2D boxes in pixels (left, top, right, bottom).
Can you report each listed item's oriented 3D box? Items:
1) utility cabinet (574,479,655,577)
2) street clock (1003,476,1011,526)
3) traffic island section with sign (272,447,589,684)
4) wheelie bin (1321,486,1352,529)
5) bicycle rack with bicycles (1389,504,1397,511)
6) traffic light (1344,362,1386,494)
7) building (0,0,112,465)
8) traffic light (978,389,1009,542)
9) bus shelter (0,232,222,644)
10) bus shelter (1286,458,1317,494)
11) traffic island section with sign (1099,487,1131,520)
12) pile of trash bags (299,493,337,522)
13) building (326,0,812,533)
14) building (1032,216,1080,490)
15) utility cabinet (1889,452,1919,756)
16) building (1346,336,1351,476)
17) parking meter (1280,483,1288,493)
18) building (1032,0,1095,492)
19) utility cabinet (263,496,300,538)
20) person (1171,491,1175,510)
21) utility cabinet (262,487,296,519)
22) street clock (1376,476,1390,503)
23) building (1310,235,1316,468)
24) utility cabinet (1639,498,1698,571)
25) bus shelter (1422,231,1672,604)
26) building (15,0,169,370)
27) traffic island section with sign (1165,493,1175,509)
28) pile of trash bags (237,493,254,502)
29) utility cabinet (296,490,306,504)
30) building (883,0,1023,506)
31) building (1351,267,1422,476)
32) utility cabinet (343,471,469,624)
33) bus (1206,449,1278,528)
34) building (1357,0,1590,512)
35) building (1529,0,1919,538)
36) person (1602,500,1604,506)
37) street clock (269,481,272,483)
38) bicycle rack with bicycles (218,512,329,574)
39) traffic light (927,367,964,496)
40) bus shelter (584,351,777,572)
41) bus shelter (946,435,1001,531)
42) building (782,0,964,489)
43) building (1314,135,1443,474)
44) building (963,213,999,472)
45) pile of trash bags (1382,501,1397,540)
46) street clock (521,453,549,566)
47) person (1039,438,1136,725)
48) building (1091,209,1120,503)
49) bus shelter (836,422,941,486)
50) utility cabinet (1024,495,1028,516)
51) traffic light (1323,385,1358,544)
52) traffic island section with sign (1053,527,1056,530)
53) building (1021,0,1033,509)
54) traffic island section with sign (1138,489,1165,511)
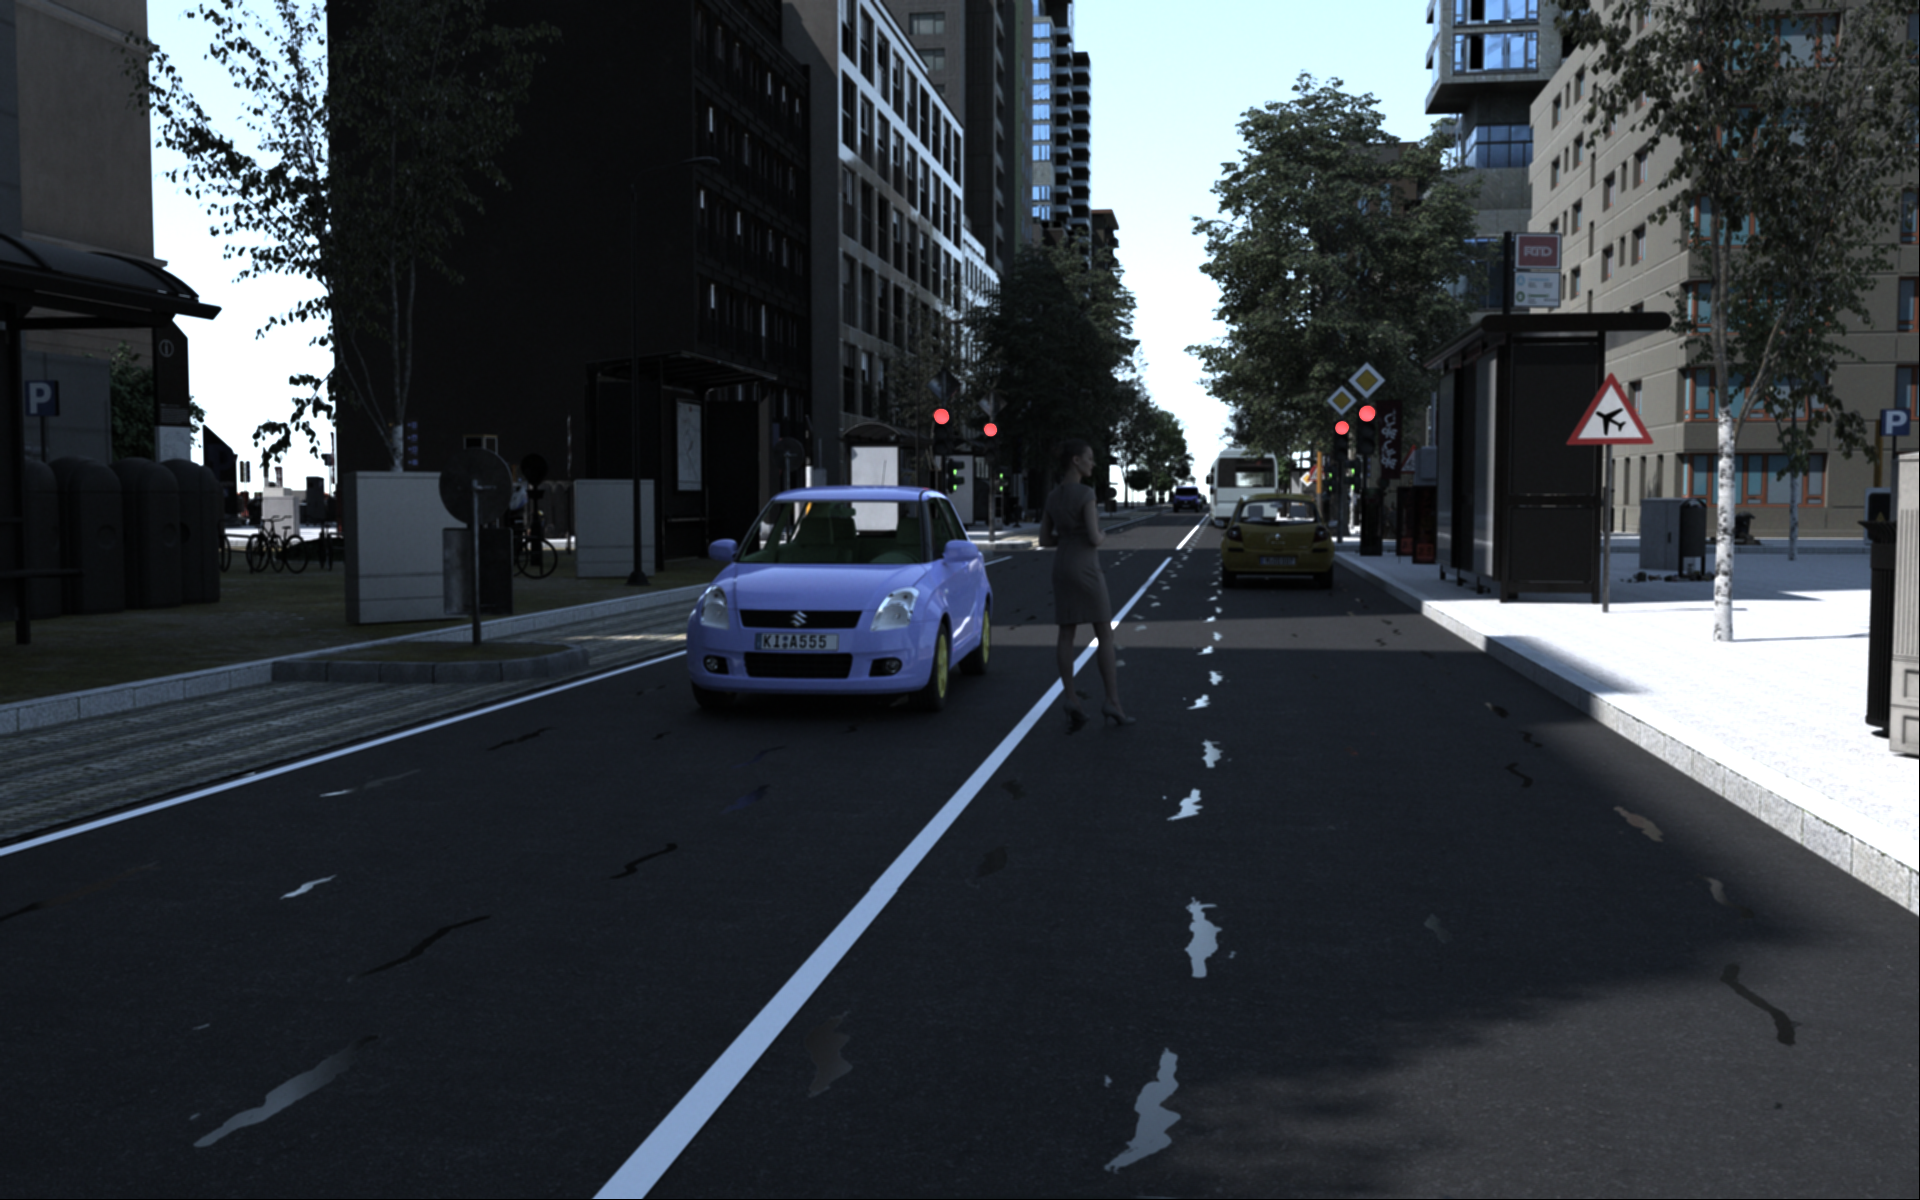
[{"bbox_3d":[-5.292,-1.092,26.530,1.173,1.500,0.318,-1,4,-18],"label":"utility cabinet"},{"bbox_3d":[1.909,-4.019,70.274,0.358,2.002,0.471,0,4,7],"label":"street clock"},{"bbox_3d":[-4.119,-0.327,13.973,1.989,1.847,2.006,1,4,9],"label":"traffic island section with sign"},{"bbox_3d":[11.728,-2.828,54.144,0.980,1.594,0.693,-1,4,-19],"label":"wheelie bin"},{"bbox_3d":[15.955,-2.982,62.130,2.852,0.926,2.925,-3,5,-41],"label":"bicycle rack with bicycles"},{"bbox_3d":[8.618,-2.934,36.896,0.839,4.253,0.868,1,4,9],"label":"traffic light"},{"bbox_3d":[-27.214,-35.646,21.067,20.611,71.187,20.563,1,4,9],"label":"building"},{"bbox_3d":[0.869,-3.500,46.142,0.839,4.253,0.868,1,4,9],"label":"traffic light"},{"bbox_3d":[-7.680,-1.117,12.188,2.014,3.302,5.546,1,4,9],"label":"bus shelter"},{"bbox_3d":[19.789,-6.454,99.439,2.014,3.302,5.546,1,4,9],"label":"bus shelter"},{"bbox_3d":[8.393,-5.318,95.569,1.989,1.847,2.006,1,4,9],"label":"traffic island section with sign"},{"bbox_3d":[-28.578,-4.273,79.623,3.447,1.369,1.912,-3,5,-44],"label":"pile of trash bags"},{"bbox_3d":[-13.325,-14.301,63.494,12.332,23.373,15.834,1,4,9],"label":"building"},{"bbox_3d":[4.960,-25.125,182.493,14.160,30.474,14.107,1,4,9],"label":"building"},{"bbox_3d":[4.905,0.043,7.971,0.318,1.500,1.173,-1,4,-22],"label":"utility cabinet"},{"bbox_3d":[52.677,-19.802,168.797,27.650,21.520,28.899,1,4,9],"label":"building"},{"bbox_3d":[17.620,-5.420,94.327,0.255,1.863,0.399,-2,4,-35],"label":"parking meter"},{"bbox_3d":[7.255,-56.034,228.834,22.319,86.520,31.000,1,4,9],"label":"building"},{"bbox_3d":[-19.990,-2.439,51.041,1.020,1.237,0.306,1,4,12],"label":"utility cabinet"},{"bbox_3d":[18.867,-8.800,153.323,0.756,1.711,0.436,-3,4,-36],"label":"person"},{"bbox_3d":[-21.882,-2.868,55.566,1.173,1.500,0.318,3,4,36],"label":"utility cabinet"},{"bbox_3d":[16.668,-3.896,68.268,0.471,2.002,0.358,-1,4,-17],"label":"street clock"},{"bbox_3d":[56.429,-34.244,243.489,14.154,41.232,14.086,1,4,9],"label":"building"},{"bbox_3d":[11.974,-1.110,29.315,0.306,1.237,1.020,-1,4,-21],"label":"utility cabinet"},{"bbox_3d":[7.781,-2.856,24.321,2.179,5.291,8.768,1,4,9],"label":"bus shelter"},{"bbox_3d":[-43.729,-17.168,66.599,20.117,28.700,13.634,1,4,9],"label":"building"},{"bbox_3d":[19.943,-9.923,170.864,1.989,1.847,2.006,1,4,9],"label":"traffic island section with sign"},{"bbox_3d":[-46.861,-6.510,116.188,3.447,1.369,1.912,-2,4,-31],"label":"pile of trash bags"},{"bbox_3d":[-36.187,-5.239,94.332,0.318,1.500,1.173,2,4,25],"label":"utility cabinet"},{"bbox_3d":[-3.057,-27.306,130.048,14.154,41.232,14.086,1,4,9],"label":"building"},{"bbox_3d":[47.216,-18.068,140.450,27.650,21.520,28.899,1,4,9],"label":"building"},{"bbox_3d":[-5.543,-0.530,17.338,1.173,1.500,0.318,-3,5,-45],"label":"utility cabinet"},{"bbox_3d":[12.421,-5.001,76.620,2.948,3.499,13.247,0,4,7],"label":"bus"},{"bbox_3d":[35.850,-48.117,99.376,22.319,86.520,31.000,1,4,9],"label":"building"},{"bbox_3d":[37.532,-13.245,61.592,28.899,21.520,27.650,1,4,9],"label":"building"},{"bbox_3d":[15.222,-2.021,41.725,0.537,1.800,0.526,1,4,14],"label":"person"},{"bbox_3d":[-39.522,-5.803,99.451,0.471,2.002,0.358,-3,5,-40],"label":"street clock"},{"bbox_3d":[-11.256,-0.950,28.916,2.852,0.926,2.925,-3,4,-36],"label":"bicycle rack with bicycles"},{"bbox_3d":[-0.341,-3.017,38.249,0.839,4.253,0.868,1,4,9],"label":"traffic light"},{"bbox_3d":[-4.951,-2.469,31.645,1.731,3.624,6.357,1,4,9],"label":"bus shelter"},{"bbox_3d":[0.122,-4.199,62.573,2.014,3.302,5.546,1,4,9],"label":"bus shelter"},{"bbox_3d":[-11.886,-17.406,89.104,19.350,26.468,34.151,1,4,9],"label":"building"},{"bbox_3d":[51.643,-34.585,215.569,14.600,45.320,14.200,1,4,9],"label":"building"},{"bbox_3d":[-3.648,-15.843,113.787,10.420,20.320,16.860,1,4,9],"label":"building"},{"bbox_3d":[12.658,-2.375,48.582,1.912,1.369,3.447,0,4,-5],"label":"pile of trash bags"},{"bbox_3d":[-7.600,-1.617,31.015,0.471,2.002,0.358,0,4,-4],"label":"street clock"},{"bbox_3d":[0.793,-0.125,10.886,0.374,1.781,0.599,-3,5,-40],"label":"person"},{"bbox_3d":[12.350,-37.011,259.759,22.147,44.769,28.867,1,4,9],"label":"building"},{"bbox_3d":[-2.069,-3.512,51.352,2.014,3.302,5.546,1,4,9],"label":"bus shelter"},{"bbox_3d":[4.283,-5.548,101.872,1.020,1.237,0.306,3,4,37],"label":"utility cabinet"},{"bbox_3d":[9.828,-3.417,44.789,0.839,4.253,0.868,1,4,9],"label":"traffic light"},{"bbox_3d":[4.267,-3.673,68.688,1.989,1.847,2.006,1,4,9],"label":"traffic island section with sign"},{"bbox_3d":[-1.614,-30.206,143.984,14.600,45.320,14.200,1,4,9],"label":"building"},{"bbox_3d":[15.830,-8.286,144.110,1.989,1.847,2.006,1,4,9],"label":"traffic island section with sign"}]
